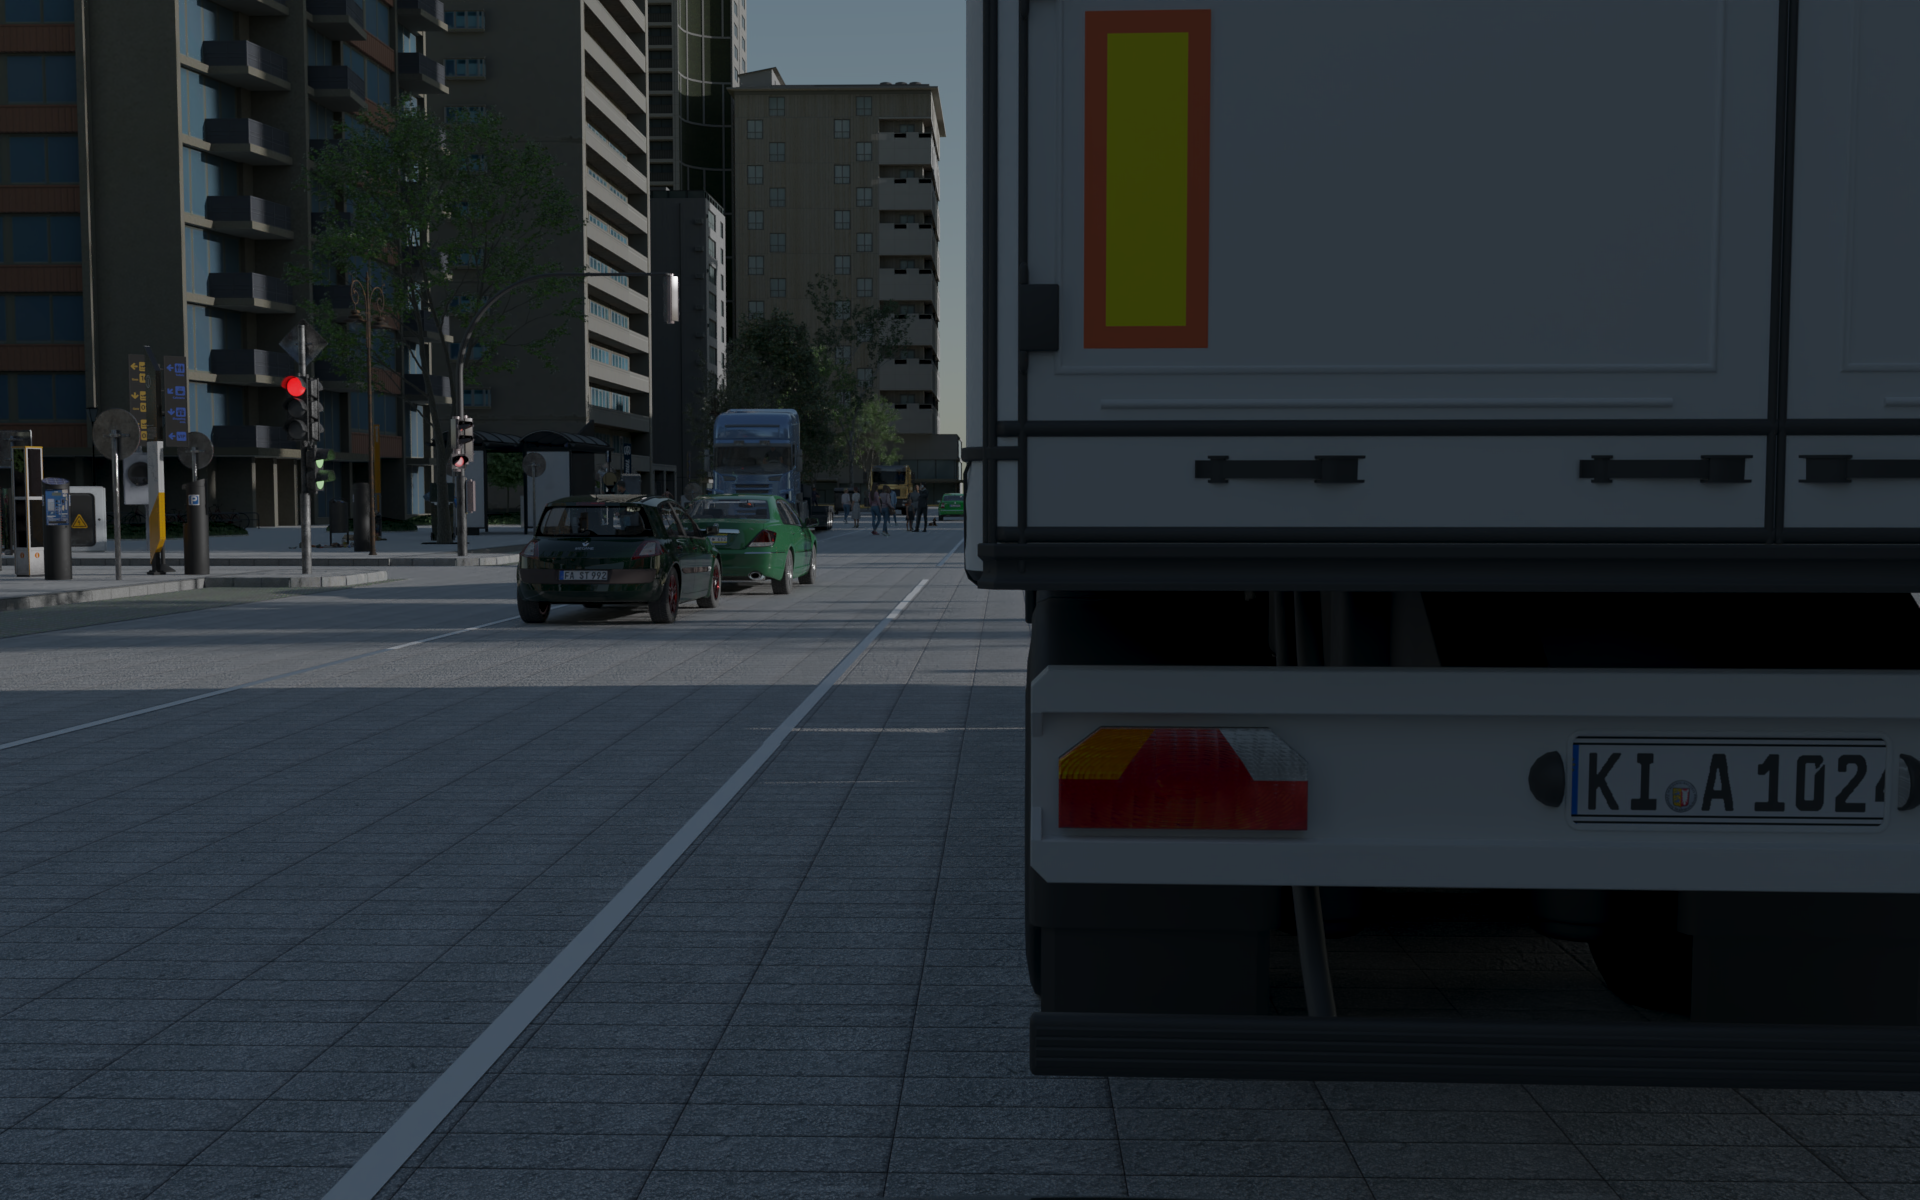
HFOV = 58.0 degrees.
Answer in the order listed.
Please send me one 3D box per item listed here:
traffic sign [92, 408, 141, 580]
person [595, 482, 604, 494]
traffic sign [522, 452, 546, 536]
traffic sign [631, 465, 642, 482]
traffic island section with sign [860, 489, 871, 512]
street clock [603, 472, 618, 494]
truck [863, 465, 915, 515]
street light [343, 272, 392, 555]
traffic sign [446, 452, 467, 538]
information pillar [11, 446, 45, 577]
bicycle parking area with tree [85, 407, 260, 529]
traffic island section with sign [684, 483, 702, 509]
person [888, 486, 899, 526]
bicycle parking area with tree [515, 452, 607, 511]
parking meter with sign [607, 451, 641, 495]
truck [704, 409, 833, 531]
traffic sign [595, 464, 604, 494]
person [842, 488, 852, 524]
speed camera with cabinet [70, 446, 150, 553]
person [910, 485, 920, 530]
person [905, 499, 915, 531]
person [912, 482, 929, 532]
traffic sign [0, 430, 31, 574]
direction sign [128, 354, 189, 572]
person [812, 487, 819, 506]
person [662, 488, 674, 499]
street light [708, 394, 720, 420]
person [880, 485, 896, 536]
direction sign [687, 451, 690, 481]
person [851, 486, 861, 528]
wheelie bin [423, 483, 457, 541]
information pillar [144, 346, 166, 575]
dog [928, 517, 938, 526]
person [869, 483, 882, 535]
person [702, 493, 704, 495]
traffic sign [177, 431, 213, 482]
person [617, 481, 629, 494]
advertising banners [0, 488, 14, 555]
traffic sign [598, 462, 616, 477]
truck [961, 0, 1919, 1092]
[{"bbox_3d":[-12.543,-1.568,25.742,0.768,2.556,0.104,0,4,6],"label":"traffic sign"},{"bbox_3d":[-15.700,-4.205,74.765,0.822,1.834,0.622,0,4,7],"label":"person"},{"bbox_3d":[-12.918,-3.206,52.526,0.768,2.556,0.104,1,4,9],"label":"traffic sign"},{"bbox_3d":[-14.454,-4.671,76.379,0.884,2.594,0.081,0,4,6],"label":"traffic sign"},{"bbox_3d":[-7.279,-7.909,137.936,1.989,1.847,2.006,0,4,2],"label":"traffic island section with sign"},{"bbox_3d":[-11.453,-3.190,56.733,0.471,2.002,0.358,-1,4,-8],"label":"street clock"},{"bbox_3d":[-4.696,-7.522,118.916,3.469,3.379,9.791,0,4,0],"label":"truck"},{"bbox_3d":[-12.336,-3.879,36.211,0.468,5.910,1.993,0,4,2],"label":"street light"},{"bbox_3d":[-14.701,-3.071,50.314,0.768,2.556,0.104,0,4,4],"label":"traffic sign"},{"bbox_3d":[-14.399,-1.364,26.788,0.304,2.012,0.304,1,4,22],"label":"information pillar"},{"bbox_3d":[-28.831,-4.457,59.880,9.016,4.147,8.231,1,4,12],"label":"bicycle parking area with tree"},{"bbox_3d":[-9.349,-3.170,60.461,1.989,1.847,2.006,0,4,2],"label":"traffic island section with sign"},{"bbox_3d":[-3.071,-4.197,77.379,0.793,1.790,0.793,-2,4,-28],"label":"person"},{"bbox_3d":[-22.223,-7.188,104.534,9.016,4.147,8.231,-1,4,-14],"label":"bicycle parking area with tree"},{"bbox_3d":[-12.414,-4.232,65.450,1.738,3.016,0.543,-1,4,-19],"label":"parking meter with sign"},{"bbox_3d":[-6.287,-4.336,60.647,2.967,4.110,18.799,0,4,0],"label":"truck"},{"bbox_3d":[-14.959,-4.407,72.168,0.768,2.556,0.104,0,4,5],"label":"traffic sign"},{"bbox_3d":[-5.512,-4.577,83.998,0.731,1.740,0.598,2,4,27],"label":"person"},{"bbox_3d":[-18.917,-2.693,38.371,2.038,3.252,0.660,-2,4,-28],"label":"speed camera with cabinet"},{"bbox_3d":[-1.736,-3.695,69.192,0.520,1.790,0.573,0,4,7],"label":"person"},{"bbox_3d":[-1.906,-3.263,66.523,0.362,1.253,0.373,-3,4,-36],"label":"person"},{"bbox_3d":[-1.456,-3.512,65.286,0.474,1.900,0.648,-3,5,-41],"label":"person"},{"bbox_3d":[-15.136,-1.566,27.727,0.606,2.300,0.079,0,4,6],"label":"traffic sign"},{"bbox_3d":[-13.100,-2.225,28.371,0.876,3.537,0.379,-3,4,-37],"label":"direction sign"},{"bbox_3d":[-10.016,-6.968,120.413,0.568,1.767,0.683,2,4,29],"label":"person"},{"bbox_3d":[-23.055,-7.911,136.091,1.217,1.736,0.721,-2,4,-35],"label":"person"},{"bbox_3d":[-11.084,-6.468,78.533,0.468,5.910,1.993,0,4,2],"label":"street light"},{"bbox_3d":[-2.547,-3.069,59.274,0.593,1.750,0.643,3,5,43],"label":"person"},{"bbox_3d":[-14.330,-6.088,91.541,0.379,3.537,0.876,-1,4,-18],"label":"direction sign"},{"bbox_3d":[-4.449,-3.918,73.137,0.524,1.755,0.480,3,4,39],"label":"person"},{"bbox_3d":[-14.292,-2.437,47.757,0.980,1.594,0.693,-1,4,-14],"label":"wheelie bin"},{"bbox_3d":[-12.716,-2.202,27.358,0.183,3.616,0.504,-3,5,-43],"label":"information pillar"},{"bbox_3d":[-1.288,-3.502,77.446,0.748,0.427,0.550,-1,4,-19],"label":"dog"},{"bbox_3d":[-2.930,-3.180,60.501,0.555,1.821,0.388,2,4,34],"label":"person"},{"bbox_3d":[-18.190,-6.966,120.612,1.217,1.739,0.721,2,4,30],"label":"person"},{"bbox_3d":[-15.568,-2.150,35.260,0.768,2.556,0.104,0,4,6],"label":"traffic sign"},{"bbox_3d":[-8.789,-2.236,45.412,0.721,1.781,0.623,-2,4,-32],"label":"person"},{"bbox_3d":[-20.516,-2.487,36.848,0.090,3.025,2.074,-3,5,-44],"label":"advertising banners"},{"bbox_3d":[-14.421,-4.340,70.690,0.795,2.593,0.064,1,4,9],"label":"traffic sign"},{"bbox_3d":[1.527,-1.176,8.134,2.839,4.237,11.283,0,4,3],"label":"truck"}]
